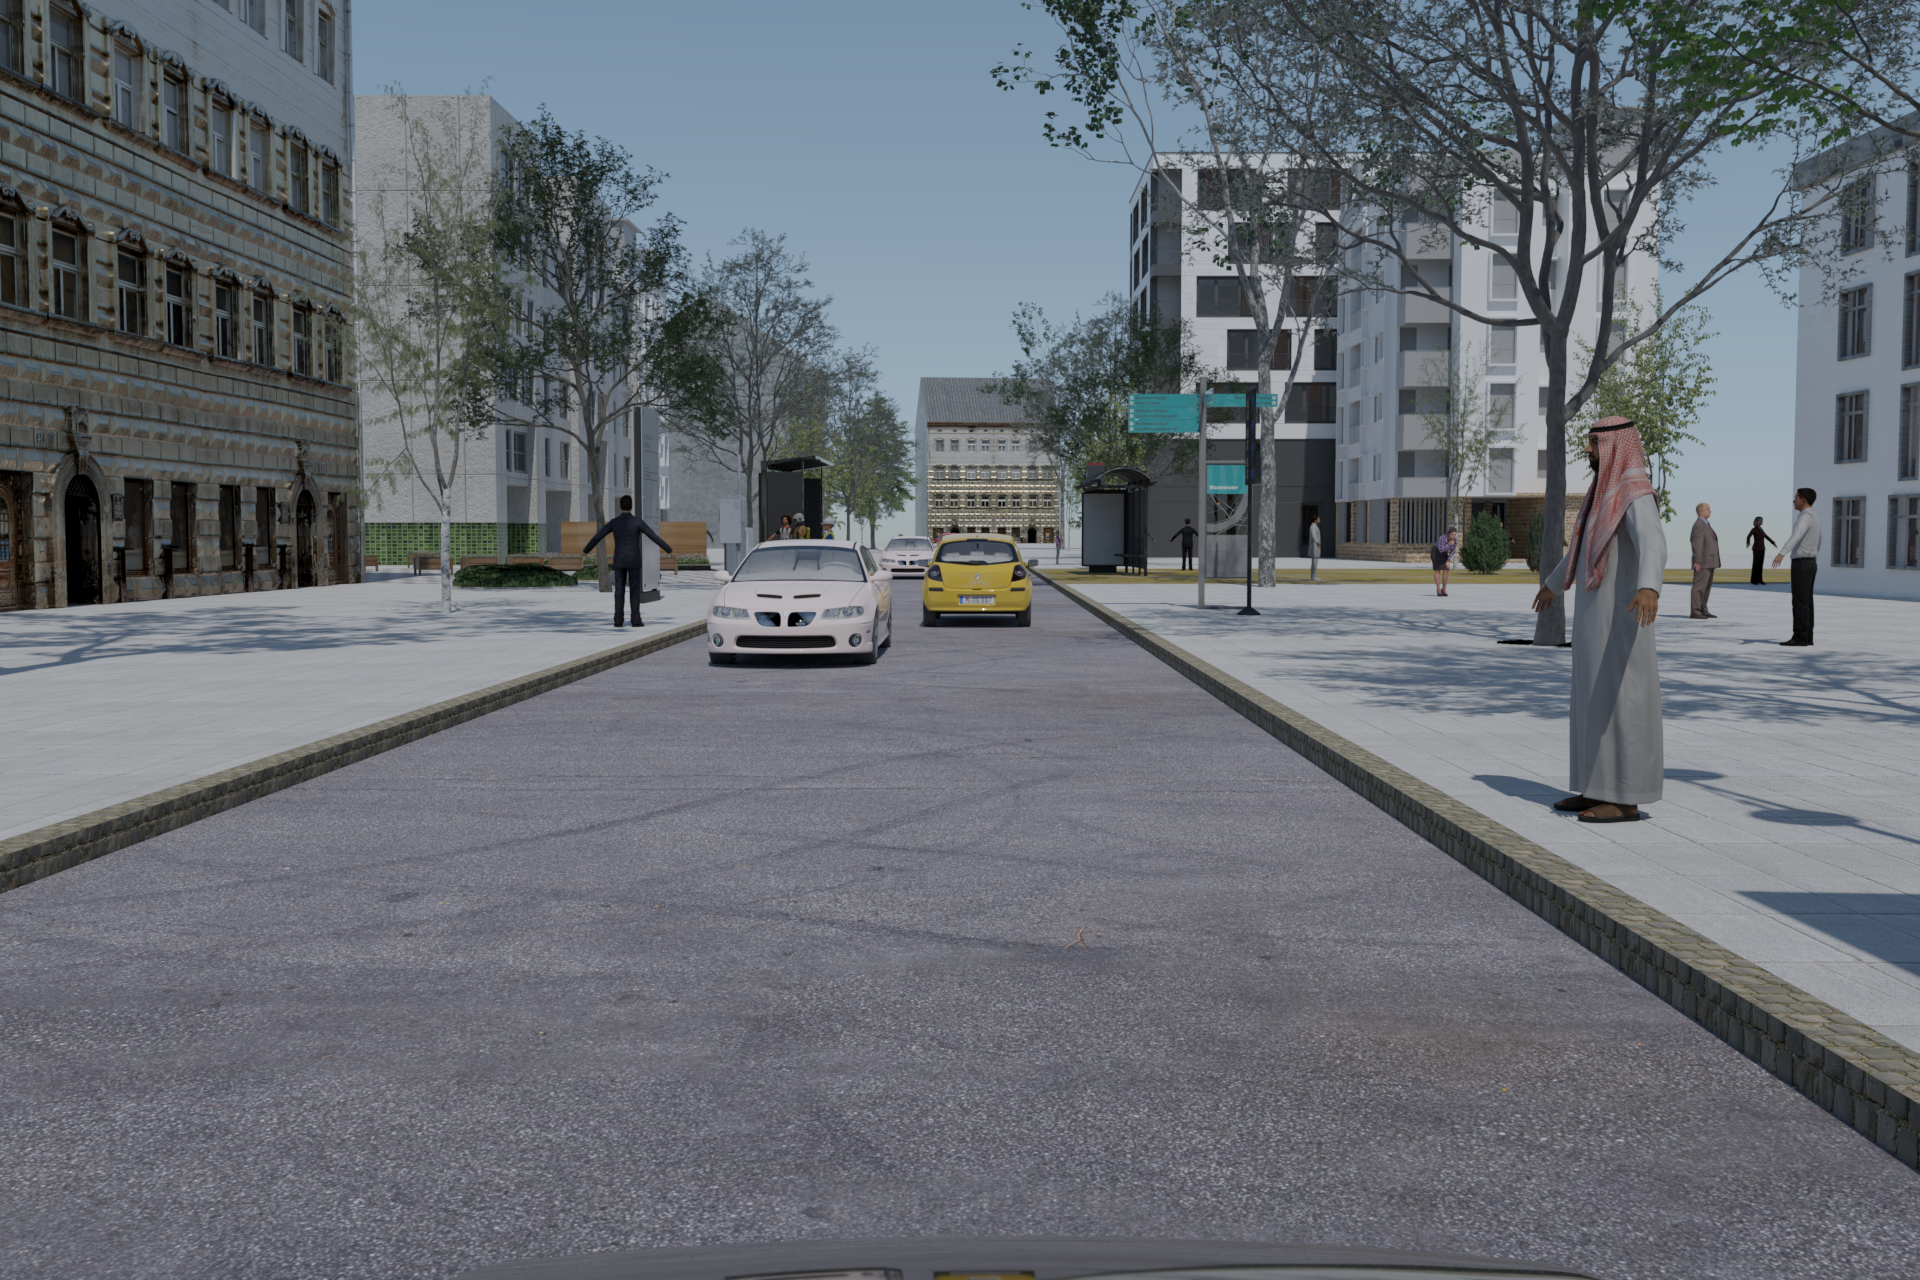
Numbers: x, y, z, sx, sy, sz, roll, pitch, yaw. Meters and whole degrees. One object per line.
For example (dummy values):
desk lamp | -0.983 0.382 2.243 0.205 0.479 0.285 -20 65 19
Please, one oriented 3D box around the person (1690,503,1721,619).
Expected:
person | 11.324 -1.204 26.282 0.434 1.755 0.990 3 5 40

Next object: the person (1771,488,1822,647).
person | 9.646 -0.839 19.872 0.704 1.810 1.344 3 5 42

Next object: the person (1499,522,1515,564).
person | 22.836 -4.100 73.219 1.347 1.806 0.705 -1 4 -21

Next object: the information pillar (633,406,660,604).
information pillar | -5.900 -2.526 32.618 0.184 3.620 1.656 0 4 1

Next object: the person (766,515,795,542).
person | -5.033 -2.685 50.037 1.345 1.843 0.704 1 4 18

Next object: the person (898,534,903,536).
person | -2.233 -3.132 62.935 0.599 1.433 0.991 0 4 7

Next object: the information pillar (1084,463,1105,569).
information pillar | 4.942 -4.520 63.280 0.750 3.857 0.750 0 4 -1

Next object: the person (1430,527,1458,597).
person | 9.918 -1.598 35.396 0.421 1.427 0.697 -1 4 -17

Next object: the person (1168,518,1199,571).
person | 7.969 -3.349 60.692 1.347 1.837 0.705 0 4 7

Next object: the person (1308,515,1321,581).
person | 9.827 -2.546 47.814 0.705 1.806 1.347 1 4 11

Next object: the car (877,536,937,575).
car | -1.622 -2.692 56.379 2.083 1.381 4.827 0 4 0

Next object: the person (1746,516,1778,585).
person | 20.170 -2.251 43.606 1.215 1.729 0.721 -2 4 -32

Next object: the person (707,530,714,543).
person | -11.173 -4.217 75.081 1.348 1.813 0.705 2 4 31

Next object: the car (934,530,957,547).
car | -0.581 -6.352 112.903 2.155 1.783 4.494 0 4 1

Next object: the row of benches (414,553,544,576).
row of benches | -15.042 -2.390 54.542 4.104 0.672 1.422 -2 4 -31

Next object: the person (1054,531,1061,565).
person | 4.175 -3.884 72.773 0.599 1.433 0.991 0 4 7

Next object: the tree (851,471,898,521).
tree | -11.683 -18.723 240.528 7.601 10.594 8.767 0 4 -1

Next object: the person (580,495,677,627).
person | -4.585 -1.091 23.887 1.345 1.823 0.704 0 4 0

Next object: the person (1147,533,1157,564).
person | 7.782 -4.142 74.000 1.348 1.796 0.705 -2 4 -24

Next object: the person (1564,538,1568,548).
person | 16.793 -2.591 48.503 0.704 1.812 1.346 2 4 29

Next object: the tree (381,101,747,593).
tree | -8.122 -6.329 37.897 7.601 10.594 8.767 1 4 14

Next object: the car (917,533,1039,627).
car | 0.287 -1.097 28.163 2.015 1.641 3.980 0 4 1

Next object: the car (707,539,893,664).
car | -1.814 -0.504 20.603 2.083 1.381 4.827 0 4 1

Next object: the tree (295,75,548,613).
tree | -8.223 -4.727 27.648 4.360 8.622 3.978 0 3 0

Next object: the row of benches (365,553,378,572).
row of benches | -21.906 -2.728 60.065 4.104 0.672 1.422 2 4 28

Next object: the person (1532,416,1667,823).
person | 2.916 -0.103 7.834 0.704 1.811 1.347 0 4 0

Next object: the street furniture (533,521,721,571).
street furniture | -13.254 -3.389 62.267 9.812 1.723 11.010 -1 4 -13

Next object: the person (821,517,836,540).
person | -2.732 -1.587 34.862 0.721 1.772 1.216 0 4 -1

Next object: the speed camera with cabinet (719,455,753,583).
speed camera with cabinet | -5.664 -3.029 43.852 0.660 3.252 2.038 0 4 1

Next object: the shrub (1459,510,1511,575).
shrub | 16.626 -3.109 54.876 1.661 2.075 1.752 0 3 0

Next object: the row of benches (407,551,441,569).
row of benches | -19.565 -2.947 63.651 1.422 0.672 4.104 -2 4 -29

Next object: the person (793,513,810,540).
person | -4.489 -2.592 48.148 0.705 1.858 1.354 -1 4 -14

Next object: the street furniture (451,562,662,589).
street furniture | -10.649 -1.825 45.466 5.734 0.657 10.072 -1 4 -12

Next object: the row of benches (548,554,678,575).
row of benches | -10.884 -2.352 53.916 4.104 0.672 1.422 -1 4 -12
